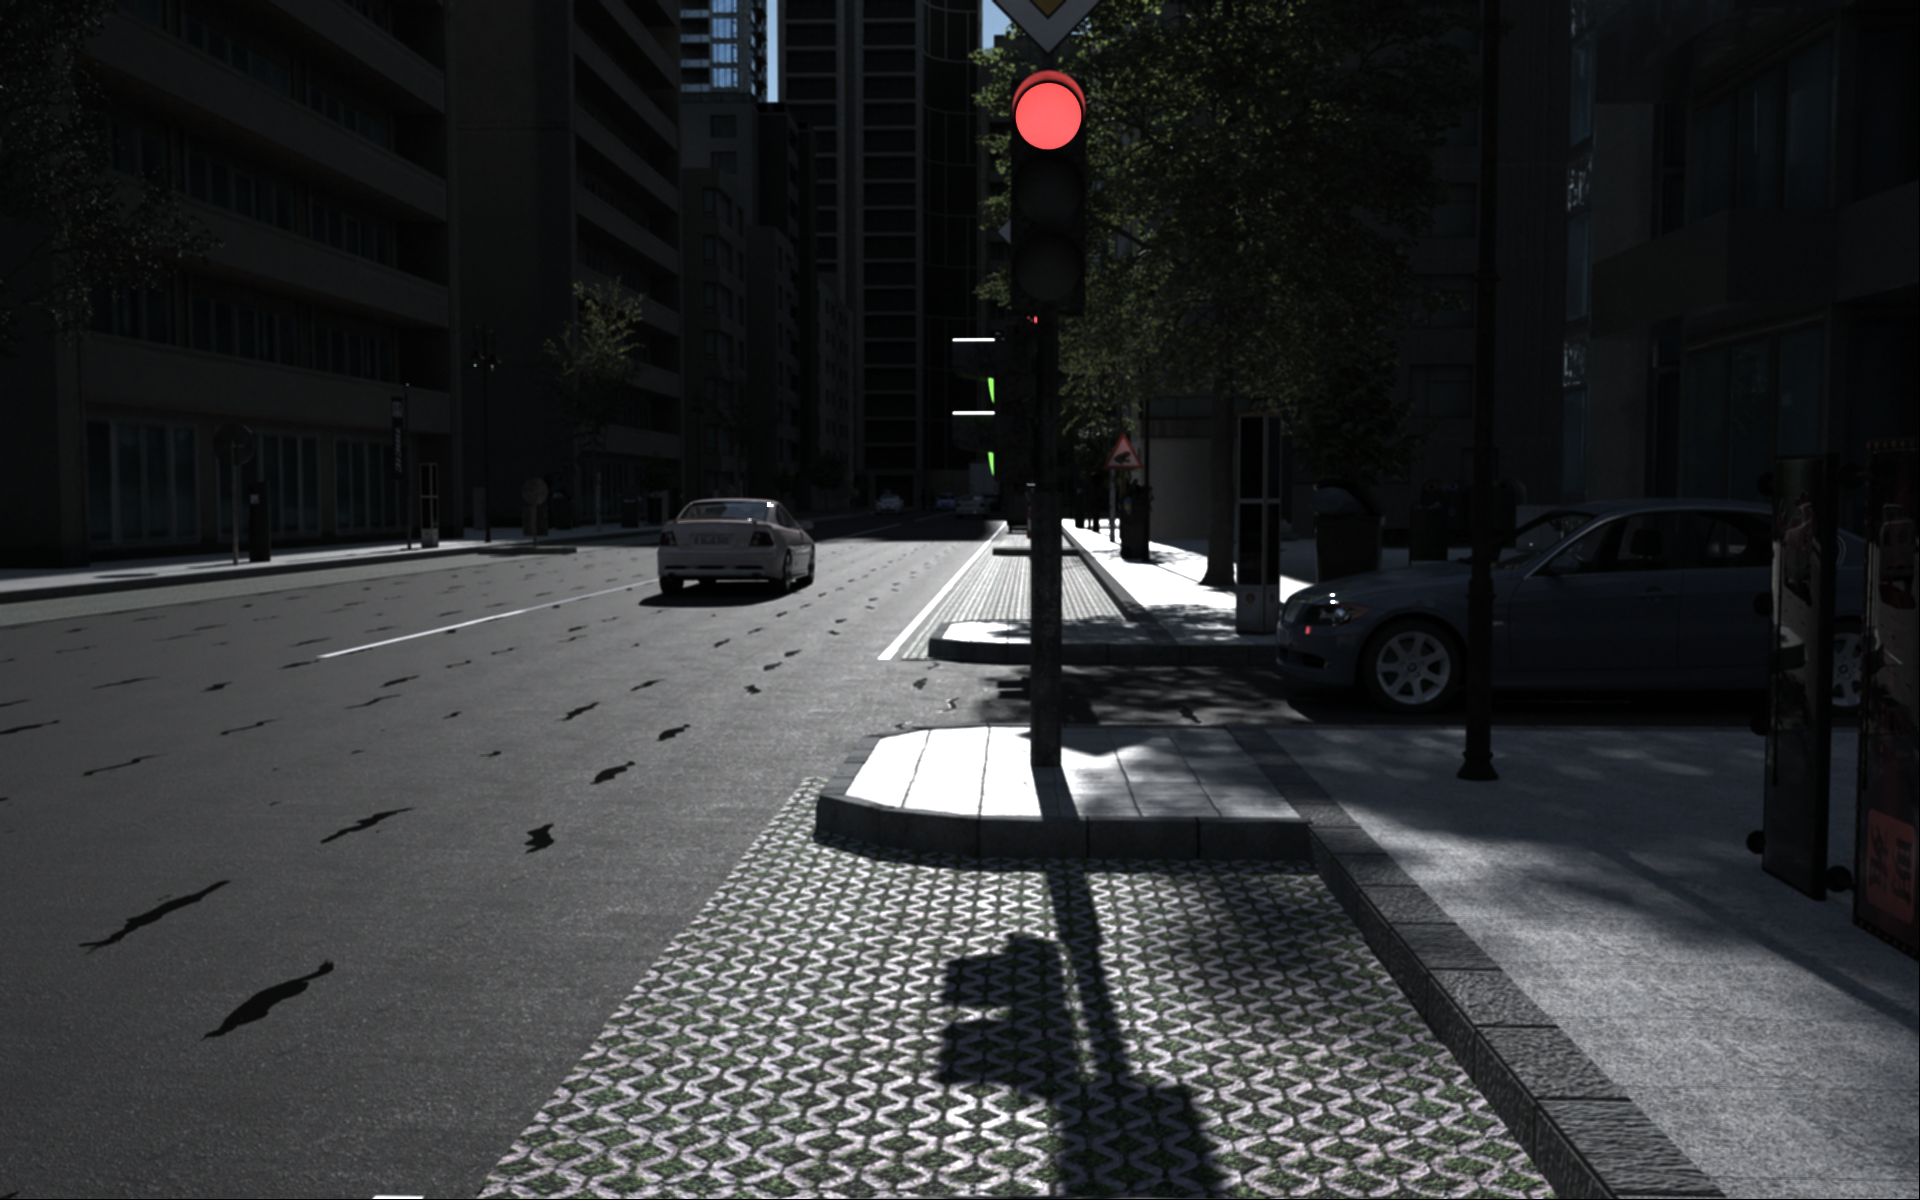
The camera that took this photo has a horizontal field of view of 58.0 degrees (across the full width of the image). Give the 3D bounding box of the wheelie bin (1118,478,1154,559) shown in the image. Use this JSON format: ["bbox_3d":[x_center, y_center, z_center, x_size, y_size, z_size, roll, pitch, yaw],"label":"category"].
[{"bbox_3d":[3.513,-1.631,34.579,0.693,1.594,0.980,1,4,9],"label":"wheelie bin"}]

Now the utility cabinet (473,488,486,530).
[{"bbox_3d":[-17.067,-3.243,61.705,0.318,1.500,1.173,0,4,-5],"label":"utility cabinet"}]

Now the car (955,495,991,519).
[{"bbox_3d":[0.744,-5.370,100.168,2.083,1.381,4.827,0,4,4],"label":"car"}]

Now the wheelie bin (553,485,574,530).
[{"bbox_3d":[-14.231,-3.316,62.128,0.693,1.594,0.980,0,4,-7],"label":"wheelie bin"}]

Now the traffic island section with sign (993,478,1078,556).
[{"bbox_3d":[1.772,-1.965,40.762,1.989,1.847,2.006,0,4,2],"label":"traffic island section with sign"}]

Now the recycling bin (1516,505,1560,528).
[{"bbox_3d":[12.823,-1.578,38.347,0.722,1.027,0.722,-2,4,-29],"label":"recycling bin"}]

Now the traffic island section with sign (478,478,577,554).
[{"bbox_3d":[-10.353,-2.026,41.750,1.989,1.847,2.006,0,4,2],"label":"traffic island section with sign"}]

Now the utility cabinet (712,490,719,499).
[{"bbox_3d":[-12.337,-4.812,87.352,0.318,1.500,1.173,-1,4,-11],"label":"utility cabinet"}]

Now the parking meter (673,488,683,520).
[{"bbox_3d":[-11.217,-3.696,68.839,0.372,1.533,0.369,0,3,0],"label":"parking meter"}]

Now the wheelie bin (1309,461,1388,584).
[{"bbox_3d":[3.709,-0.530,16.571,0.693,1.594,0.980,1,4,18],"label":"wheelie bin"}]

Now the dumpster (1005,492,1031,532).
[{"bbox_3d":[2.599,-3.462,64.824,1.865,1.857,1.264,0,4,3],"label":"dumpster"}]

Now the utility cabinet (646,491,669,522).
[{"bbox_3d":[-13.628,-4.243,78.050,0.318,1.500,1.173,2,4,31],"label":"utility cabinet"}]

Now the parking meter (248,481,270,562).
[{"bbox_3d":[-13.313,-1.497,32.892,0.372,1.533,0.369,0,3,0],"label":"parking meter"}]

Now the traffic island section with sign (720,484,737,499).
[{"bbox_3d":[-9.233,-3.686,68.888,1.989,1.847,2.006,0,4,2],"label":"traffic island section with sign"}]

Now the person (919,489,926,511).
[{"bbox_3d":[-3.094,-8.366,144.917,0.705,1.869,1.348,2,4,24],"label":"person"}]

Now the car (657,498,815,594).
[{"bbox_3d":[-3.334,-0.854,26.325,2.083,1.381,4.827,0,4,2],"label":"car"}]

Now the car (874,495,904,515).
[{"bbox_3d":[-4.900,-6.634,120.833,2.083,1.381,4.827,0,4,1],"label":"car"}]

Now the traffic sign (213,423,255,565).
[{"bbox_3d":[-13.032,-1.895,31.088,0.768,2.556,0.104,0,4,4],"label":"traffic sign"}]

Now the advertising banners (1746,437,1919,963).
[{"bbox_3d":[2.667,-0.531,4.870,0.090,3.025,2.074,0,4,5],"label":"advertising banners"}]

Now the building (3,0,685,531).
[{"bbox_3d":[-24.820,-27.611,75.142,21.300,48.544,21.600,0,4,2],"label":"building"}]

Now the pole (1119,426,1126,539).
[{"bbox_3d":[4.692,-3.431,49.932,0.158,3.312,0.155,0,3,0],"label":"pole"}]

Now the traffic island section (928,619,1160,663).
[{"bbox_3d":[0.758,0.373,16.184,2.009,0.180,2.903,0,4,2],"label":"traffic island section"}]

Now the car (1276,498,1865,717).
[{"bbox_3d":[4.464,0.001,11.983,4.499,1.417,2.014,0,4,2],"label":"car"}]

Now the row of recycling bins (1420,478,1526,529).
[{"bbox_3d":[13.453,-2.346,45.472,1.069,1.692,3.534,-2,4,-27],"label":"row of recycling bins"}]

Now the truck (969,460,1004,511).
[{"bbox_3d":[2.264,-9.815,149.389,2.839,4.237,11.283,0,4,3],"label":"truck"}]

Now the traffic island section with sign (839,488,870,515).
[{"bbox_3d":[-7.173,-6.712,118.363,1.989,1.847,2.006,0,4,2],"label":"traffic island section with sign"}]

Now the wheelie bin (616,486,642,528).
[{"bbox_3d":[-12.540,-3.536,65.718,0.980,1.594,0.693,0,4,-5],"label":"wheelie bin"}]

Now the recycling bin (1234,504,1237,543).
[{"bbox_3d":[7.394,-2.005,45.344,0.722,1.027,0.722,-3,5,-40],"label":"recycling bin"}]

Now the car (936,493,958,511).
[{"bbox_3d":[-1.127,-8.716,152.094,1.945,1.707,3.694,0,4,4],"label":"car"}]

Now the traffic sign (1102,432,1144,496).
[{"bbox_3d":[3.455,-2.242,36.657,0.884,2.594,0.081,0,4,7],"label":"traffic sign"}]

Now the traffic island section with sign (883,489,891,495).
[{"bbox_3d":[-6.062,-8.363,145.368,1.989,1.847,2.006,0,4,2],"label":"traffic island section with sign"}]

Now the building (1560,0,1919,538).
[{"bbox_3d":[24.637,-24.716,23.714,30.456,49.044,23.786,0,4,2],"label":"building"}]

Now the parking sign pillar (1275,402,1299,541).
[{"bbox_3d":[8.587,-3.612,47.535,1.447,3.967,1.447,3,5,44],"label":"parking sign pillar"}]

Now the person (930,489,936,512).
[{"bbox_3d":[-2.193,-7.948,138.476,0.705,1.821,1.348,1,4,13],"label":"person"}]

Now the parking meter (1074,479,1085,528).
[{"bbox_3d":[4.583,-3.719,66.509,0.399,1.863,0.255,1,4,14],"label":"parking meter"}]

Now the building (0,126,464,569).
[{"bbox_3d":[-25.566,-25.405,39.078,21.300,48.544,21.600,0,4,2],"label":"building"}]

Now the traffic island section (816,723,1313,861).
[{"bbox_3d":[0.428,0.861,8.206,2.009,0.180,2.903,0,4,2],"label":"traffic island section"}]
